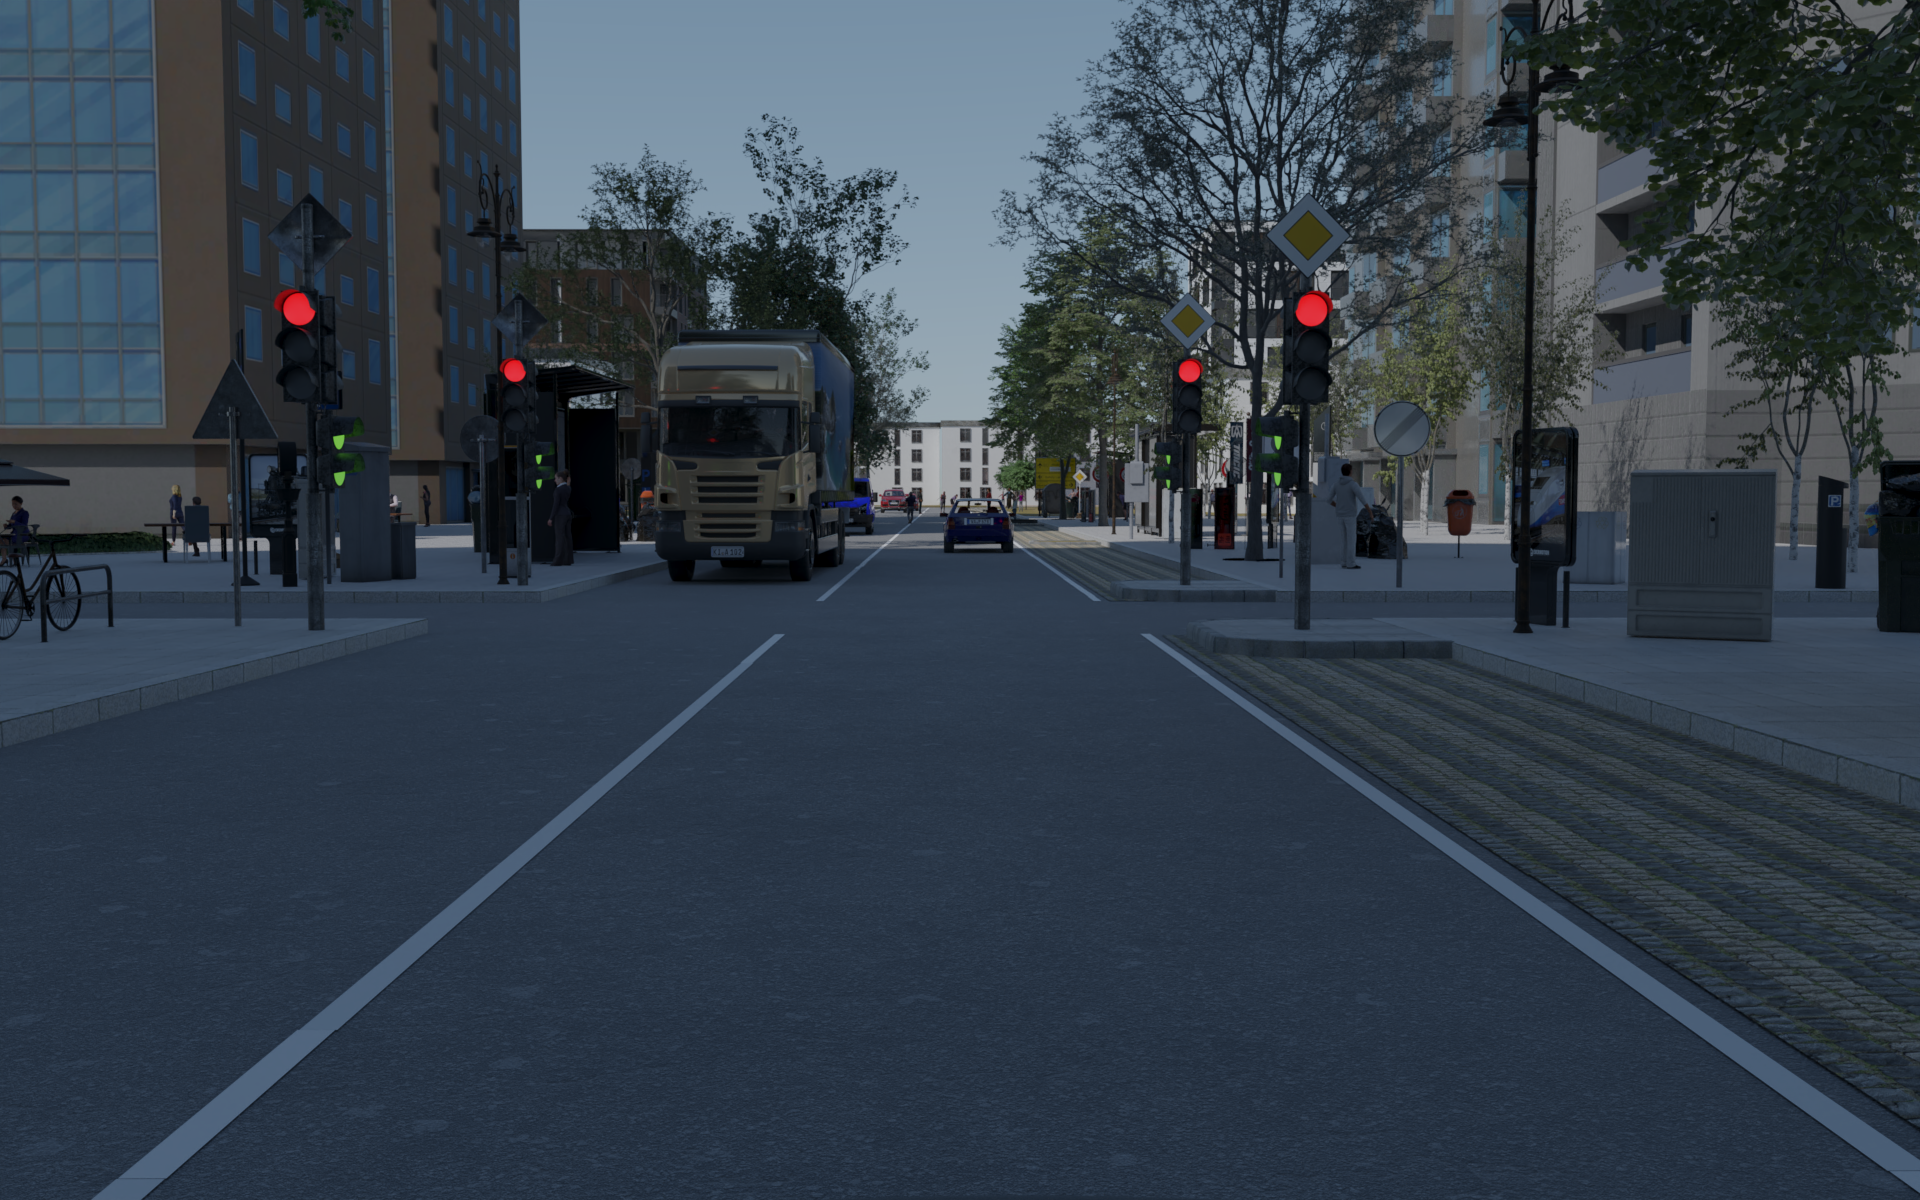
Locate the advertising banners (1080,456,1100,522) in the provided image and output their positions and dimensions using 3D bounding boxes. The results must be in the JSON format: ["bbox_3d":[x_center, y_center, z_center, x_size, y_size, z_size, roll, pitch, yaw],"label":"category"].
[{"bbox_3d":[5.915,-5.022,78.299,0.090,3.025,2.074,-1,4,-21],"label":"advertising banners"}]

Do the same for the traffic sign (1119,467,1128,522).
[{"bbox_3d":[7.730,-4.885,79.968,0.768,2.556,0.104,0,4,8],"label":"traffic sign"}]

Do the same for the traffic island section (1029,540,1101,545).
[{"bbox_3d":[2.978,-1.636,49.616,1.991,0.108,1.994,0,4,0],"label":"traffic island section"}]

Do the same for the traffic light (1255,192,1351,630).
[{"bbox_3d":[3.227,-1.676,16.316,0.839,4.253,0.868,0,4,0],"label":"traffic light"}]

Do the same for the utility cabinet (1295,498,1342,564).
[{"bbox_3d":[6.662,-1.258,31.730,1.020,1.237,0.306,-1,4,-13],"label":"utility cabinet"}]

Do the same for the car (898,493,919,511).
[{"bbox_3d":[-4.402,-8.423,146.762,2.155,1.783,4.494,0,4,-2],"label":"car"}]

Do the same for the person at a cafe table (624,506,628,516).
[{"bbox_3d":[-15.513,-4.348,81.957,1.726,1.238,1.698,-3,5,-41],"label":"person at a cafe table"}]

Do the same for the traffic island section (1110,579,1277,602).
[{"bbox_3d":[3.198,-0.130,24.415,2.009,0.180,2.903,0,4,0],"label":"traffic island section"}]

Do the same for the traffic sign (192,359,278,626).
[{"bbox_3d":[-7.010,-1.024,16.743,0.884,2.594,0.081,1,4,8],"label":"traffic sign"}]

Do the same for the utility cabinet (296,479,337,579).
[{"bbox_3d":[-9.799,-1.085,26.421,0.318,1.500,1.173,0,4,-8],"label":"utility cabinet"}]

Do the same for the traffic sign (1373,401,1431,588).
[{"bbox_3d":[6.031,-1.444,23.710,0.768,2.556,0.104,0,4,5],"label":"traffic sign"}]

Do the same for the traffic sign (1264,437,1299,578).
[{"bbox_3d":[4.913,-1.487,26.441,0.606,2.300,0.079,0,4,6],"label":"traffic sign"}]

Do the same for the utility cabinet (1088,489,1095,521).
[{"bbox_3d":[6.234,-4.487,82.034,0.318,1.500,1.173,0,4,3],"label":"utility cabinet"}]

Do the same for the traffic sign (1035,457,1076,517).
[{"bbox_3d":[5.280,-6.225,95.656,2.265,3.308,0.079,0,4,4],"label":"traffic sign"}]

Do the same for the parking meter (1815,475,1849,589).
[{"bbox_3d":[11.848,-0.925,23.530,0.372,1.533,0.369,0,3,0],"label":"parking meter"}]

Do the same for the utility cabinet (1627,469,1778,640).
[{"bbox_3d":[6.548,-0.405,15.303,1.173,1.500,0.318,2,4,28],"label":"utility cabinet"}]

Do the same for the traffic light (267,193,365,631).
[{"bbox_3d":[-6.053,-1.670,16.219,0.839,4.253,0.868,0,4,0],"label":"traffic light"}]

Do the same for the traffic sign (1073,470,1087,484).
[{"bbox_3d":[6.392,-5.653,92.165,0.795,2.593,0.064,0,4,4],"label":"traffic sign"}]

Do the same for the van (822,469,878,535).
[{"bbox_3d":[-4.079,-3.572,62.783,2.240,2.365,5.245,0,4,-2],"label":"van"}]

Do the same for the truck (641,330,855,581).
[{"bbox_3d":[-3.565,-2.627,31.870,2.839,4.237,11.283,0,4,1],"label":"truck"}]

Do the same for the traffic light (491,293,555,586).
[{"bbox_3d":[-6.123,-2.158,24.204,0.839,4.253,0.868,0,4,0],"label":"traffic light"}]

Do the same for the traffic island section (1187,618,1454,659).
[{"bbox_3d":[3.268,0.358,16.430,2.009,0.180,2.903,0,4,0],"label":"traffic island section"}]

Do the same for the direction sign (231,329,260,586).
[{"bbox_3d":[-10.029,-1.970,24.207,0.379,3.537,0.876,-2,4,-27],"label":"direction sign"}]

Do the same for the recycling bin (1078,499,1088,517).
[{"bbox_3d":[6.973,-5.076,95.546,0.722,1.027,0.722,-1,4,-17],"label":"recycling bin"}]

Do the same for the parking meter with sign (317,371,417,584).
[{"bbox_3d":[-8.700,-1.780,25.370,0.543,3.016,1.738,1,4,21],"label":"parking meter with sign"}]

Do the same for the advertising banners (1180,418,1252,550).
[{"bbox_3d":[6.094,-2.680,40.013,2.074,3.025,0.090,2,4,25],"label":"advertising banners"}]

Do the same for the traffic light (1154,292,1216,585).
[{"bbox_3d":[3.158,-2.164,24.300,0.839,4.253,0.868,0,4,0],"label":"traffic light"}]

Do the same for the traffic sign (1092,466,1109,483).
[{"bbox_3d":[6.254,-4.706,77.051,0.768,2.556,0.104,0,4,4],"label":"traffic sign"}]

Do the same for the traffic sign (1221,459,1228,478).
[{"bbox_3d":[9.713,-3.779,61.888,0.768,2.556,0.104,0,4,7],"label":"traffic sign"}]

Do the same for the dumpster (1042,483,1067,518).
[{"bbox_3d":[5.069,-5.325,92.825,1.264,1.857,1.865,0,4,0],"label":"dumpster"}]

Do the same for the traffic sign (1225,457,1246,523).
[{"bbox_3d":[9.037,-3.455,56.590,0.768,2.556,0.104,0,4,5],"label":"traffic sign"}]

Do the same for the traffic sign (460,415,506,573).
[{"bbox_3d":[-7.714,-1.706,27.999,0.768,2.556,0.104,0,4,5],"label":"traffic sign"}]

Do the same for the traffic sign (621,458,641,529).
[{"bbox_3d":[-11.613,-3.744,61.313,0.768,2.556,0.104,0,4,5],"label":"traffic sign"}]

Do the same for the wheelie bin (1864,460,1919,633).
[{"bbox_3d":[8.934,-0.502,16.113,0.980,1.594,0.693,2,4,33],"label":"wheelie bin"}]

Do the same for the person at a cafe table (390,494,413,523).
[{"bbox_3d":[-16.616,-2.523,49.765,1.698,1.524,1.622,1,4,9],"label":"person at a cafe table"}]

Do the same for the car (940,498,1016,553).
[{"bbox_3d":[0.454,-1.894,43.542,1.945,1.354,3.894,0,3,0],"label":"car"}]

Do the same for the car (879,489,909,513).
[{"bbox_3d":[-5.040,-7.552,132.154,2.281,1.827,5.304,0,4,-2],"label":"car"}]

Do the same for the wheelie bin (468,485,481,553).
[{"bbox_3d":[-10.418,-1.848,38.125,0.693,1.594,0.980,0,4,1],"label":"wheelie bin"}]

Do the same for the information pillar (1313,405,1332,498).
[{"bbox_3d":[9.561,-3.324,45.700,0.504,3.616,0.183,3,4,38],"label":"information pillar"}]

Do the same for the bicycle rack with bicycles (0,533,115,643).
[{"bbox_3d":[-9.037,-0.130,15.510,2.852,0.926,2.925,0,4,-8],"label":"bicycle rack with bicycles"}]

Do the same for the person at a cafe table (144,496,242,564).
[{"bbox_3d":[-14.381,-1.327,32.555,1.698,1.238,1.726,-2,4,-26],"label":"person at a cafe table"}]

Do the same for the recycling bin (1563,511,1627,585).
[{"bbox_3d":[9.147,-0.758,24.955,0.722,1.027,0.722,2,4,34],"label":"recycling bin"}]
